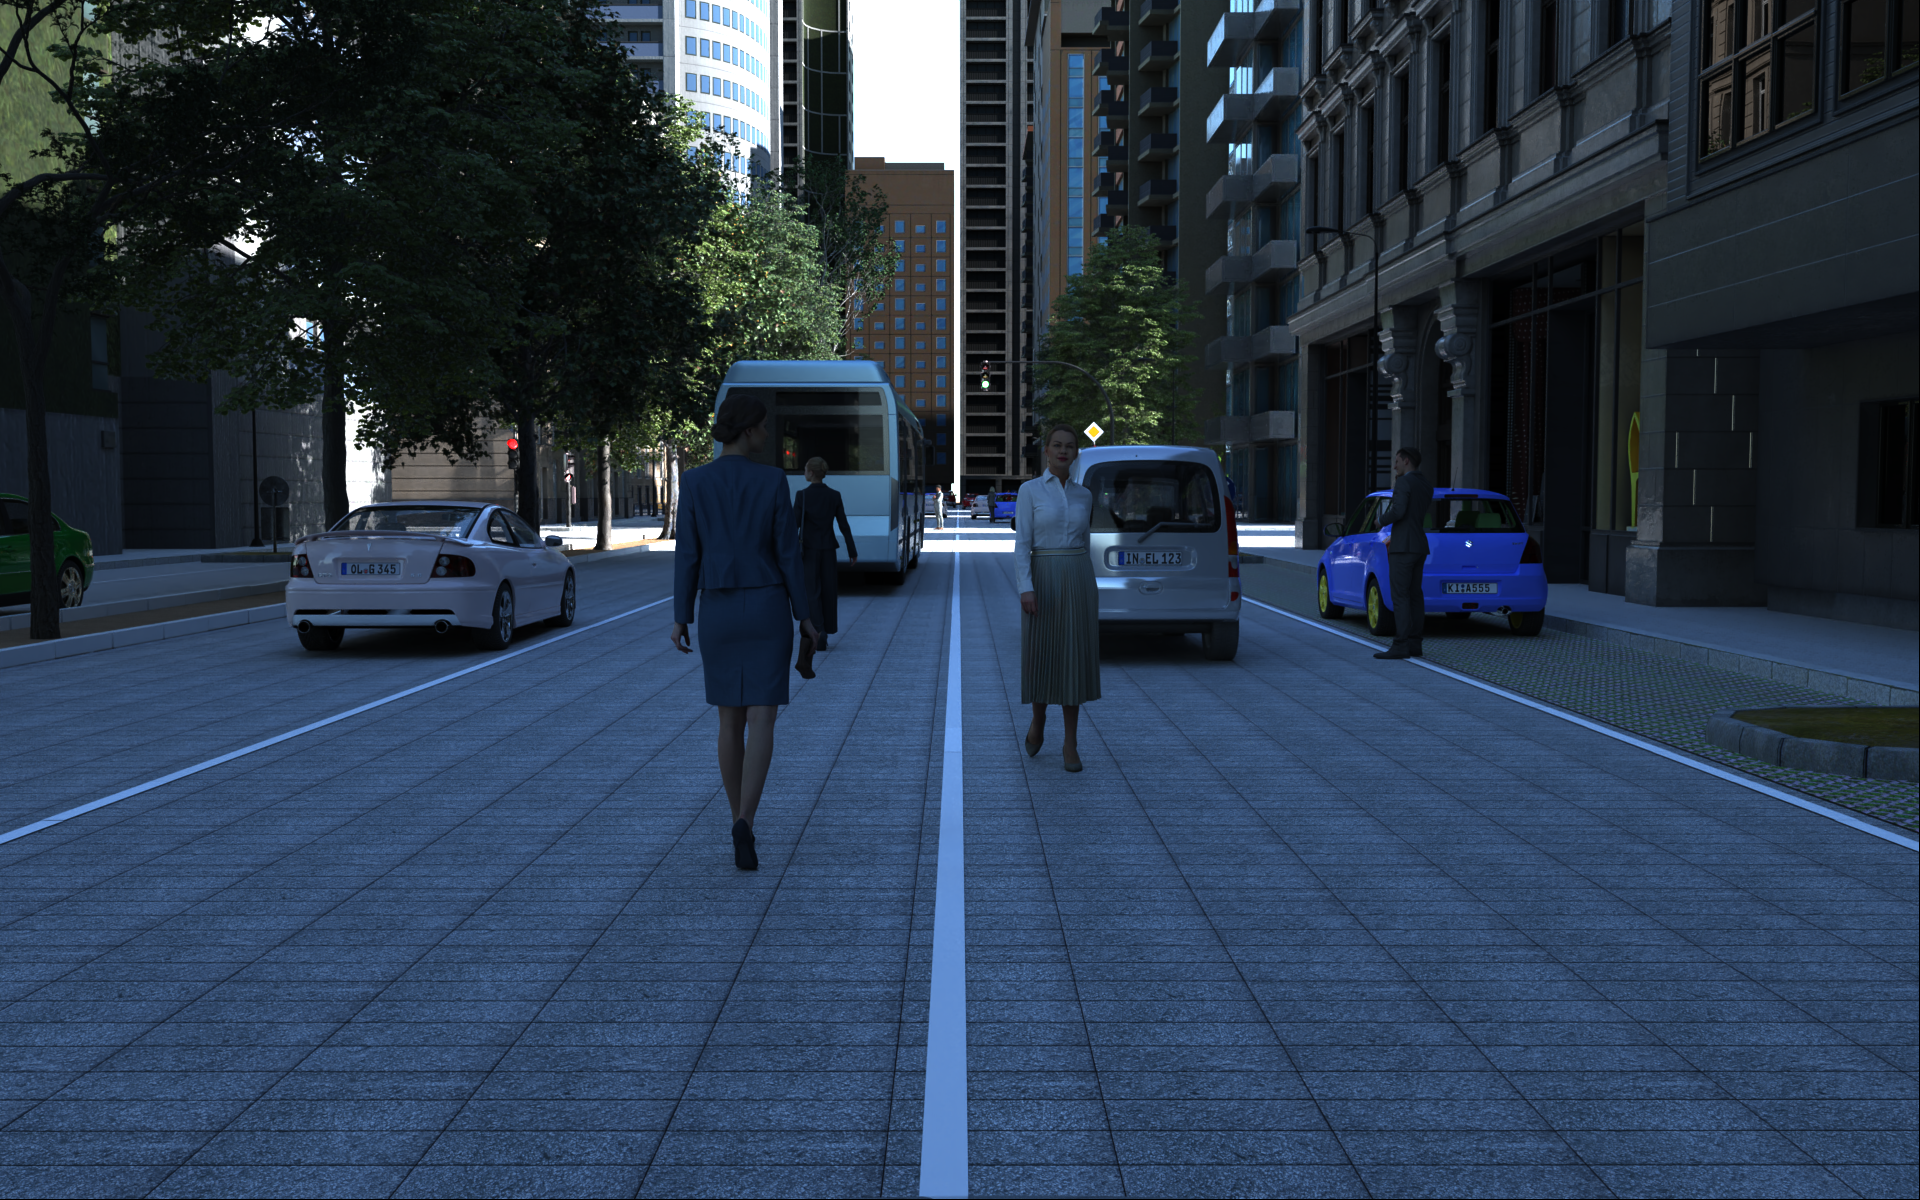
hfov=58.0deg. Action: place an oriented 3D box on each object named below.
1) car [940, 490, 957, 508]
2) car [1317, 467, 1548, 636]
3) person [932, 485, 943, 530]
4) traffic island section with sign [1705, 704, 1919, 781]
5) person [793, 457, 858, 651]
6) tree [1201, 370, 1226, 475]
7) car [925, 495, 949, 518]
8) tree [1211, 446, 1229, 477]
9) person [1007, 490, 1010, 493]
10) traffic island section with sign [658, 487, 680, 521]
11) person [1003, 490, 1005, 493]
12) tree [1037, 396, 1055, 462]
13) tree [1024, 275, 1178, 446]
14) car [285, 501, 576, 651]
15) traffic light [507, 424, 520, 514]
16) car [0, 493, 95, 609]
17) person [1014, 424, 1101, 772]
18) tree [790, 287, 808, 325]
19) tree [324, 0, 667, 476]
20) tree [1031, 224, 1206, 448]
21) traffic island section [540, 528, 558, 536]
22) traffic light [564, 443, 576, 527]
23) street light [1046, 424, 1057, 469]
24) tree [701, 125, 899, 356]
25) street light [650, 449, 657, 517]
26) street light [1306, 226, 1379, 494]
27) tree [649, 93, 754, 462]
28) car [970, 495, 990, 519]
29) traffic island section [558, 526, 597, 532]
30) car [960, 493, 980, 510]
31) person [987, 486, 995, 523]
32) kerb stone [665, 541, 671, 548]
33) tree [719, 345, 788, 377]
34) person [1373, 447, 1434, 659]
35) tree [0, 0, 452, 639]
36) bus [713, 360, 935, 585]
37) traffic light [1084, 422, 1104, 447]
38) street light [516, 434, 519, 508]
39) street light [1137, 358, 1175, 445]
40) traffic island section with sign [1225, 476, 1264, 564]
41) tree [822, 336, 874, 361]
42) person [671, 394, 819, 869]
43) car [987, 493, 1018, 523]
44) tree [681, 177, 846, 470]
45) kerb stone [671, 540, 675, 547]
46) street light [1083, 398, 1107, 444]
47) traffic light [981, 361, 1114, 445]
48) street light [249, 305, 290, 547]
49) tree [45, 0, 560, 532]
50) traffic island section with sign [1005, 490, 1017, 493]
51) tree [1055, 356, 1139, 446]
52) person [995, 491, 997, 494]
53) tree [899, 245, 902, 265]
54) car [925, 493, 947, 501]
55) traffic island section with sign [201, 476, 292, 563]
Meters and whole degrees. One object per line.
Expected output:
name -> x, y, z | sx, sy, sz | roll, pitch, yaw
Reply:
car -> -1.444, -10.471, 179.874 | 2.281, 1.827, 5.304 | 0, 4, -1
car -> 4.977, -0.556, 18.687 | 1.945, 1.707, 3.694 | 0, 4, 0
person -> -0.920, -3.732, 69.703 | 0.466, 1.800, 0.511 | -3, 5, -42
traffic island section with sign -> 5.266, -0.050, 9.449 | 1.989, 1.847, 2.006 | 0, 3, 0
person -> -1.267, -0.432, 15.983 | 0.534, 1.772, 0.576 | 3, 5, 42
tree -> 15.489, -8.934, 96.425 | 4.737, 8.622, 4.395 | 0, 3, 0
car -> -1.718, -5.653, 104.783 | 2.083, 1.381, 4.827 | 0, 4, 1
tree -> 10.030, -4.519, 68.490 | 1.663, 3.219, 1.824 | 0, 3, 0
person -> 4.256, -8.737, 151.282 | 1.348, 1.831, 0.705 | 0, 4, -8
traffic island section with sign -> -14.930, -5.102, 92.052 | 1.989, 1.847, 2.006 | 0, 3, 0
person -> 4.082, -9.210, 159.111 | 0.705, 1.821, 1.348 | -2, 4, -25
tree -> 7.252, -10.626, 124.099 | 4.737, 8.622, 4.395 | 0, 3, 0
tree -> 8.281, -11.965, 102.287 | 9.857, 13.997, 8.962 | 0, 3, 0
car -> -5.114, -0.299, 17.258 | 2.083, 1.381, 4.827 | 0, 4, -1
traffic light -> -15.187, -4.301, 59.244 | 0.839, 4.253, 0.868 | 0, 3, 0
car -> -11.240, -0.616, 18.868 | 1.959, 1.807, 4.718 | 0, 4, -2
person -> 0.491, -0.026, 9.157 | 0.478, 1.798, 0.641 | -1, 4, -9
tree -> -9.048, -8.243, 54.239 | 9.611, 12.733, 9.660 | 0, 3, 0
tree -> -8.862, -7.085, 35.306 | 9.611, 12.733, 9.660 | 0, 3, 0
tree -> 6.769, -9.515, 73.698 | 7.486, 12.596, 7.792 | 0, 3, 0
traffic island section -> -15.227, -2.269, 59.379 | 2.009, 0.180, 2.903 | 0, 3, 0
traffic light -> -13.102, -5.664, 67.266 | 4.771, 5.953, 1.251 | 0, 3, 0
street light -> 6.519, -8.616, 113.407 | 1.470, 5.913, 1.316 | 0, 3, 0
tree -> -10.315, -14.142, 89.571 | 12.611, 20.169, 13.585 | 0, 3, 0
street light -> -16.733, -7.644, 97.521 | 1.470, 5.913, 1.316 | 0, 3, 0
street light -> 6.693, -3.527, 30.215 | 1.470, 5.913, 1.316 | 0, 3, 0
tree -> -9.211, -7.570, 44.353 | 7.486, 12.596, 7.792 | 0, 3, 0
car -> 1.581, -5.316, 99.281 | 2.083, 1.381, 4.827 | 0, 4, 1
traffic island section -> -15.233, -2.757, 67.364 | 2.009, 0.180, 2.903 | 0, 3, 0
car -> 1.134, -9.359, 162.064 | 2.155, 1.783, 4.494 | 0, 4, -2
person -> 1.484, -4.645, 84.623 | 0.537, 1.800, 0.526 | -3, 5, -39
kerb stone -> -7.932, -1.473, 46.285 | 0.120, 0.150, 1.000 | 0, 3, 0
tree -> -8.933, -8.725, 79.516 | 8.767, 10.594, 7.601 | 0, 3, 0
person -> 3.862, -0.423, 15.224 | 0.447, 1.846, 0.655 | 3, 5, 39
tree -> -9.004, -4.909, 17.124 | 8.767, 10.594, 7.601 | 0, 3, 0
bus -> -2.058, -2.178, 30.463 | 2.948, 3.499, 13.247 | 0, 4, 1
traffic light -> 5.168, -4.791, 67.261 | 0.839, 4.253, 0.868 | 0, 3, 0
street light -> -16.766, -5.813, 67.581 | 1.470, 5.913, 1.316 | 0, 3, 0
street light -> 6.739, -5.297, 59.154 | 1.470, 5.913, 1.316 | 0, 3, 0
traffic island section with sign -> 5.238, -1.699, 36.404 | 1.989, 1.847, 2.006 | 0, 3, 0
tree -> -8.917, -12.377, 122.946 | 7.486, 12.596, 7.792 | 0, 3, 0
person -> -0.874, 0.107, 6.775 | 0.581, 1.822, 0.654 | 1, 4, 13
car -> 2.346, -4.731, 86.944 | 1.945, 1.707, 3.694 | 0, 4, -1
tree -> -9.015, -9.877, 70.600 | 9.857, 13.997, 8.962 | 0, 3, 0
kerb stone -> -7.936, -1.528, 47.307 | 0.120, 0.150, 1.000 | 0, 3, 0
street light -> 6.588, -6.828, 84.178 | 1.470, 5.913, 1.316 | 0, 3, 0
traffic light -> 3.082, -5.166, 59.133 | 4.771, 5.953, 1.251 | 0, 3, 0
street light -> -16.617, -4.254, 42.087 | 1.470, 5.913, 1.316 | 0, 3, 0
tree -> -9.165, -6.399, 25.208 | 7.486, 12.596, 7.792 | 0, 3, 0
traffic island section with sign -> 5.136, -9.853, 169.718 | 1.989, 1.847, 2.006 | 0, 3, 0
tree -> 7.410, -8.459, 88.671 | 4.737, 8.622, 4.395 | 0, 3, 0
person -> 4.111, -11.426, 195.185 | 0.599, 1.838, 0.709 | -3, 5, -43
tree -> -10.282, -15.245, 107.601 | 12.611, 20.169, 13.585 | 0, 3, 0
car -> -1.853, -6.576, 117.100 | 1.945, 1.707, 3.694 | 0, 3, 0
traffic island section with sign -> -14.891, -1.745, 37.162 | 1.989, 1.847, 2.006 | 0, 3, 0
